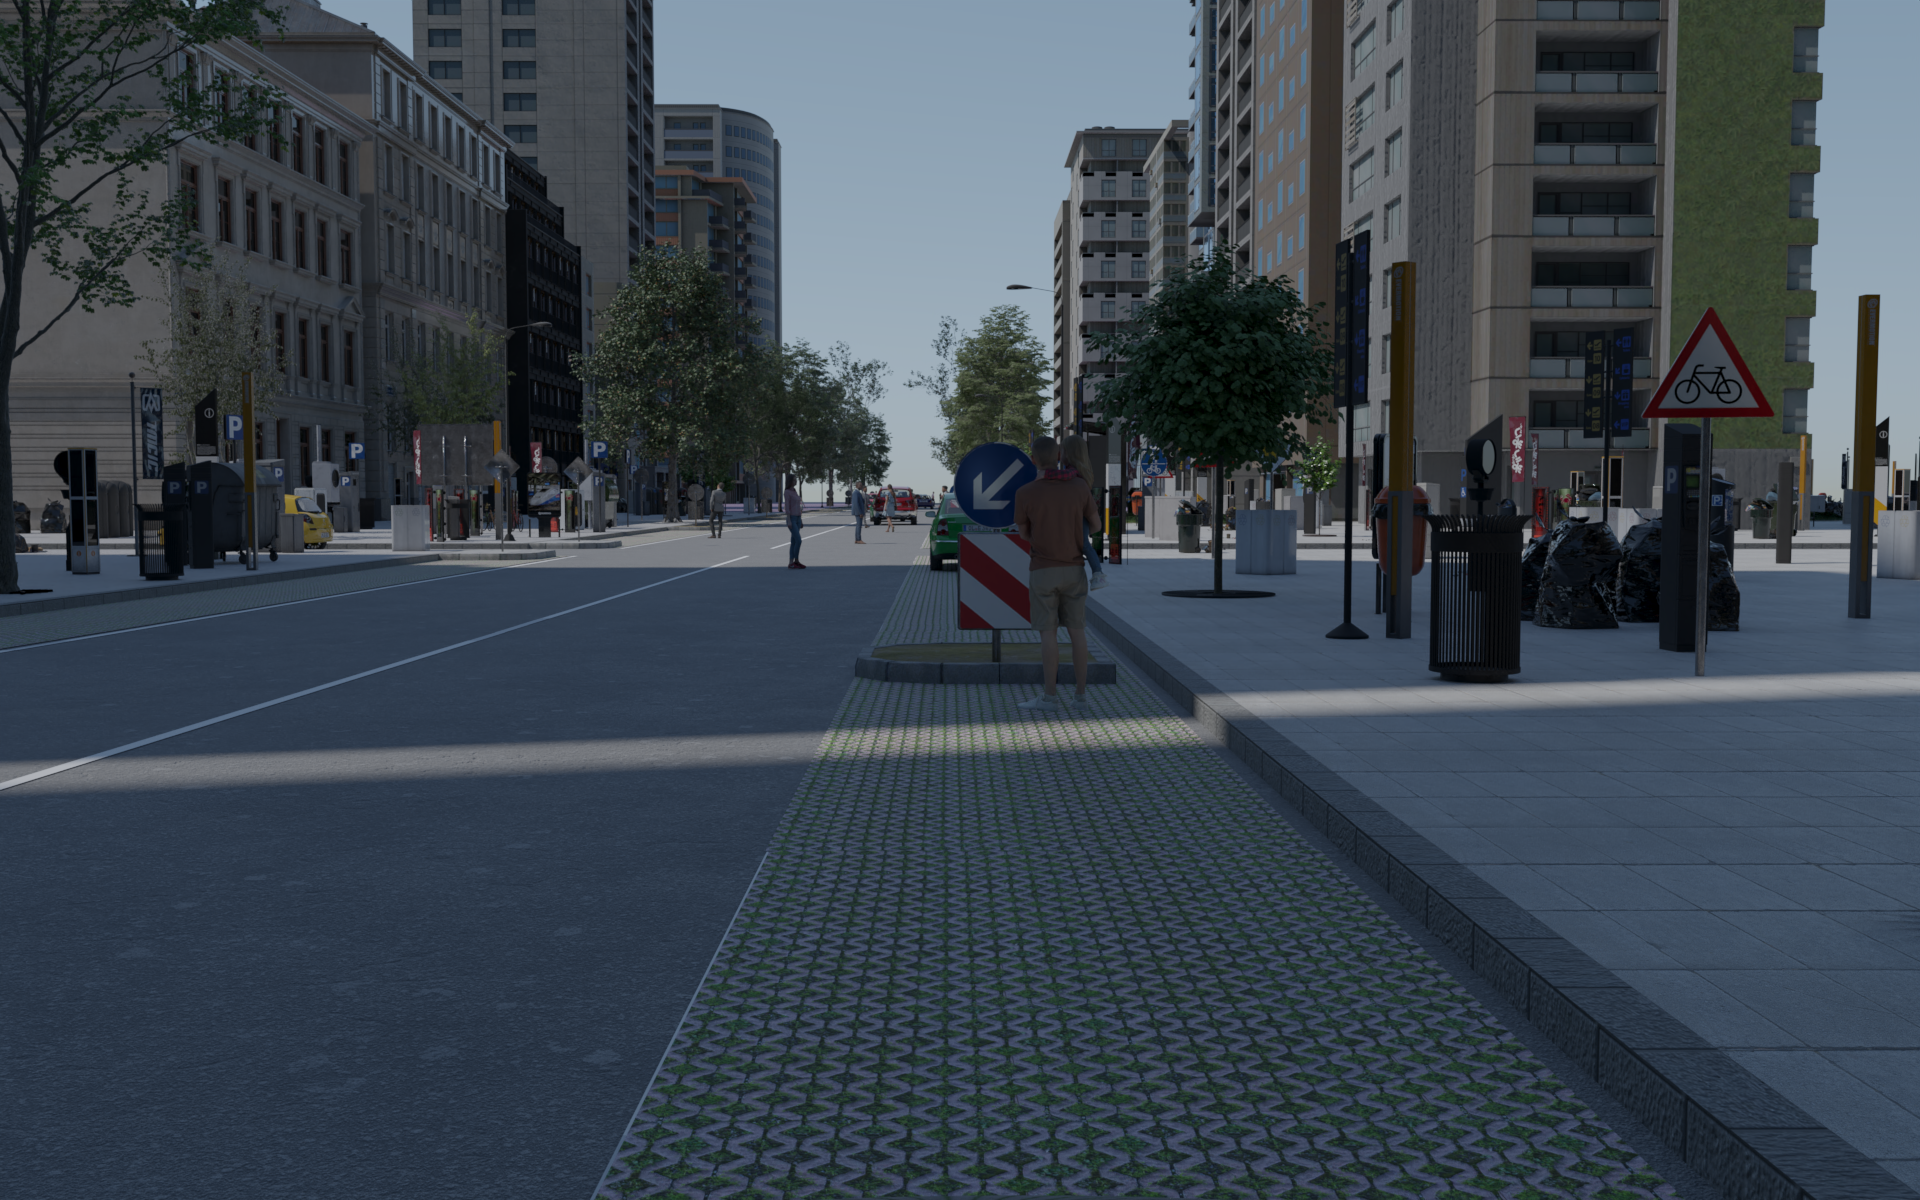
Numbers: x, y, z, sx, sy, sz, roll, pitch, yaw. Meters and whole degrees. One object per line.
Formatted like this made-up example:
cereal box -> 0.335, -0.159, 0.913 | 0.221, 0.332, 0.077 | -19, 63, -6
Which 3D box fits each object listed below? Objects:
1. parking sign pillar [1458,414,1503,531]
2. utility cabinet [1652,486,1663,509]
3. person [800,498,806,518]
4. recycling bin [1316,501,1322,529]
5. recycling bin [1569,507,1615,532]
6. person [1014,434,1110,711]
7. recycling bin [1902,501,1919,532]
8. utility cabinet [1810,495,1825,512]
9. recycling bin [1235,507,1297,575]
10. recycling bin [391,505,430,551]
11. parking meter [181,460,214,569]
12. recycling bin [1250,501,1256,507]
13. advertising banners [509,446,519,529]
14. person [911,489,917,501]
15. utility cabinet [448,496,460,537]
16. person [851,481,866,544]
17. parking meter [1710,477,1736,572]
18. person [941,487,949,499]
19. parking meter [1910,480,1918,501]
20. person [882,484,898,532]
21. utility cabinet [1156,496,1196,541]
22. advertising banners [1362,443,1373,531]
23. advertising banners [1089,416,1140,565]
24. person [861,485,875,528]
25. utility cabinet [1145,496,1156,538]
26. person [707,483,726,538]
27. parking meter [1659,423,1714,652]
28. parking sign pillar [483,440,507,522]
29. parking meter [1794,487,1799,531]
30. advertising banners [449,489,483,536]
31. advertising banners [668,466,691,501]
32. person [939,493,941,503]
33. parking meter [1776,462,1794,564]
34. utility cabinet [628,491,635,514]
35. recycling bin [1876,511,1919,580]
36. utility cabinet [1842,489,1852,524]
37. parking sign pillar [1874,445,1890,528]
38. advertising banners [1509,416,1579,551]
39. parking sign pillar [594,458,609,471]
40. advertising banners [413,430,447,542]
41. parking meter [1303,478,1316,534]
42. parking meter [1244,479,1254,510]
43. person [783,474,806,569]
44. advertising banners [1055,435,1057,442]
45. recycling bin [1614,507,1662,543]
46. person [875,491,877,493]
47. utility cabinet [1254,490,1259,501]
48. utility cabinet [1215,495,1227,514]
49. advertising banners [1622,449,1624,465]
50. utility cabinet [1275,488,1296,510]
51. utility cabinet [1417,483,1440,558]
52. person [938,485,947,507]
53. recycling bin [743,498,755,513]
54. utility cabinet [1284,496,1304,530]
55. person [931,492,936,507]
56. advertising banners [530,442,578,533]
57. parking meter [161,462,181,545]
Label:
parking sign pillar -> 17.552, -4.272, 58.326 | 1.447, 3.967, 1.447 | -1, 4, -12
utility cabinet -> 20.276, -2.475, 49.137 | 1.173, 1.500, 0.318 | 1, 4, 23
person -> -9.515, -5.523, 103.810 | 0.505, 1.210, 0.382 | -2, 4, -26
recycling bin -> 13.101, -3.187, 64.659 | 0.722, 1.027, 0.722 | 1, 4, 23
recycling bin -> 12.089, -1.251, 33.007 | 0.722, 1.027, 0.722 | 0, 4, -4
person -> 0.687, -0.185, 11.505 | 0.573, 1.828, 0.580 | 2, 4, 31
recycling bin -> 35.255, -3.121, 63.576 | 0.722, 1.027, 0.722 | 0, 4, -2
utility cabinet -> 46.963, -5.138, 95.170 | 1.020, 1.237, 0.306 | 0, 4, -2
recycling bin -> 4.910, -0.931, 27.777 | 0.722, 1.027, 0.722 | -3, 5, -40
recycling bin -> -12.382, -1.621, 39.051 | 0.722, 1.027, 0.722 | 0, 4, -7
parking meter -> -13.084, -1.473, 29.788 | 0.399, 1.863, 0.255 | -3, 4, -39
recycling bin -> 11.106, -3.127, 63.679 | 0.722, 1.027, 0.722 | 2, 4, 26
advertising banners -> -16.421, -4.126, 63.650 | 0.090, 3.025, 2.074 | 0, 4, -5
person -> -3.346, -6.826, 120.374 | 0.678, 1.792, 0.850 | -1, 4, -13
utility cabinet -> -15.095, -2.480, 51.717 | 0.306, 1.237, 1.020 | -1, 4, -14
person -> -2.923, -2.521, 49.906 | 0.419, 1.800, 0.721 | 0, 4, -5
parking meter -> 11.329, -1.062, 25.781 | 0.372, 1.533, 0.369 | 0, 3, 0
person -> -0.673, -4.633, 84.210 | 0.622, 1.834, 0.822 | 2, 4, 34
parking meter -> 39.582, -4.041, 71.782 | 0.399, 1.863, 0.255 | -2, 4, -30
person -> -2.574, -3.435, 64.763 | 0.616, 1.811, 0.778 | -2, 4, -29
utility cabinet -> 5.983, -2.229, 47.601 | 1.020, 1.237, 0.306 | 3, 5, 39
advertising banners -> 14.323, -3.950, 60.762 | 0.090, 3.025, 2.074 | 2, 4, 26
advertising banners -> 2.834, -2.168, 31.643 | 0.090, 3.025, 2.074 | -1, 4, -21
person -> -4.044, -3.923, 72.918 | 0.850, 1.792, 0.678 | 3, 5, 40
utility cabinet -> 5.947, -2.442, 51.082 | 1.020, 1.237, 0.306 | 3, 5, 42
person -> -7.875, -2.900, 56.094 | 0.592, 1.802, 0.473 | -1, 4, -21
parking meter -> 5.928, -0.516, 14.143 | 0.255, 1.863, 0.399 | 0, 4, -4
parking sign pillar -> -21.078, -5.542, 79.090 | 1.447, 3.967, 1.447 | 1, 4, 11
parking meter -> 27.610, -3.002, 57.487 | 0.372, 1.533, 0.369 | 0, 3, 0
advertising banners -> -15.383, -3.489, 53.238 | 2.074, 3.025, 0.090 | 3, 4, 37
advertising banners -> -16.258, -6.449, 101.623 | 2.074, 3.025, 0.090 | -3, 5, -42
person -> -2.981, -15.572, 264.578 | 0.415, 1.643, 0.593 | 1, 4, 18
parking meter -> 15.218, -1.605, 31.953 | 0.255, 1.863, 0.399 | 2, 4, 24
utility cabinet -> -20.866, -6.316, 111.953 | 1.173, 1.500, 0.318 | 0, 4, 7
recycling bin -> 14.453, -0.838, 26.249 | 0.722, 1.027, 0.722 | -1, 4, -15
utility cabinet -> 37.955, -3.942, 73.128 | 1.173, 1.500, 0.318 | 1, 4, 14
parking sign pillar -> 34.629, -4.712, 65.516 | 1.447, 3.967, 1.447 | 0, 4, 2
advertising banners -> 12.873, -2.576, 38.308 | 0.090, 3.025, 2.074 | -2, 4, -27
parking sign pillar -> -22.420, -7.366, 108.902 | 1.447, 3.967, 1.447 | 2, 4, 28
advertising banners -> -14.309, -3.088, 46.678 | 0.090, 3.025, 2.074 | -3, 4, -38
parking meter -> 11.204, -3.046, 55.513 | 0.399, 1.863, 0.255 | 1, 4, 22
parking meter -> 11.134, -3.731, 66.719 | 0.255, 1.863, 0.399 | -1, 4, -18
person -> -3.170, -1.499, 33.022 | 0.388, 1.821, 0.555 | 1, 4, 11
advertising banners -> 2.724, -3.334, 50.691 | 0.090, 3.025, 2.074 | 1, 4, 10
recycling bin -> 11.945, -1.076, 30.146 | 0.722, 1.027, 0.722 | 0, 4, -5
person -> -9.947, -12.083, 206.066 | 0.705, 1.823, 1.348 | 2, 4, 35
utility cabinet -> 14.303, -4.655, 84.793 | 0.318, 1.500, 1.173 | 0, 4, -6
utility cabinet -> 14.149, -4.966, 92.358 | 1.020, 1.237, 0.306 | 2, 4, 29
advertising banners -> 23.074, -3.926, 60.377 | 0.090, 3.025, 2.074 | 1, 4, 22
utility cabinet -> 12.955, -3.691, 69.028 | 0.318, 1.500, 1.173 | 3, 4, 38
utility cabinet -> 9.221, -1.593, 34.727 | 0.318, 1.500, 1.173 | -1, 4, -11
person -> -0.579, -3.893, 72.420 | 0.850, 1.792, 0.678 | -1, 4, -9
recycling bin -> -14.000, -6.273, 115.117 | 0.722, 1.027, 0.722 | 0, 4, -1
utility cabinet -> 11.928, -3.093, 61.733 | 0.306, 1.237, 1.020 | 3, 5, 44
person -> -2.985, -11.386, 195.601 | 0.436, 1.711, 0.756 | -1, 4, -12
advertising banners -> -13.580, -3.773, 57.874 | 2.074, 3.025, 0.090 | 2, 4, 31
parking meter -> -14.068, -1.547, 31.005 | 0.399, 1.863, 0.255 | -2, 4, -25
